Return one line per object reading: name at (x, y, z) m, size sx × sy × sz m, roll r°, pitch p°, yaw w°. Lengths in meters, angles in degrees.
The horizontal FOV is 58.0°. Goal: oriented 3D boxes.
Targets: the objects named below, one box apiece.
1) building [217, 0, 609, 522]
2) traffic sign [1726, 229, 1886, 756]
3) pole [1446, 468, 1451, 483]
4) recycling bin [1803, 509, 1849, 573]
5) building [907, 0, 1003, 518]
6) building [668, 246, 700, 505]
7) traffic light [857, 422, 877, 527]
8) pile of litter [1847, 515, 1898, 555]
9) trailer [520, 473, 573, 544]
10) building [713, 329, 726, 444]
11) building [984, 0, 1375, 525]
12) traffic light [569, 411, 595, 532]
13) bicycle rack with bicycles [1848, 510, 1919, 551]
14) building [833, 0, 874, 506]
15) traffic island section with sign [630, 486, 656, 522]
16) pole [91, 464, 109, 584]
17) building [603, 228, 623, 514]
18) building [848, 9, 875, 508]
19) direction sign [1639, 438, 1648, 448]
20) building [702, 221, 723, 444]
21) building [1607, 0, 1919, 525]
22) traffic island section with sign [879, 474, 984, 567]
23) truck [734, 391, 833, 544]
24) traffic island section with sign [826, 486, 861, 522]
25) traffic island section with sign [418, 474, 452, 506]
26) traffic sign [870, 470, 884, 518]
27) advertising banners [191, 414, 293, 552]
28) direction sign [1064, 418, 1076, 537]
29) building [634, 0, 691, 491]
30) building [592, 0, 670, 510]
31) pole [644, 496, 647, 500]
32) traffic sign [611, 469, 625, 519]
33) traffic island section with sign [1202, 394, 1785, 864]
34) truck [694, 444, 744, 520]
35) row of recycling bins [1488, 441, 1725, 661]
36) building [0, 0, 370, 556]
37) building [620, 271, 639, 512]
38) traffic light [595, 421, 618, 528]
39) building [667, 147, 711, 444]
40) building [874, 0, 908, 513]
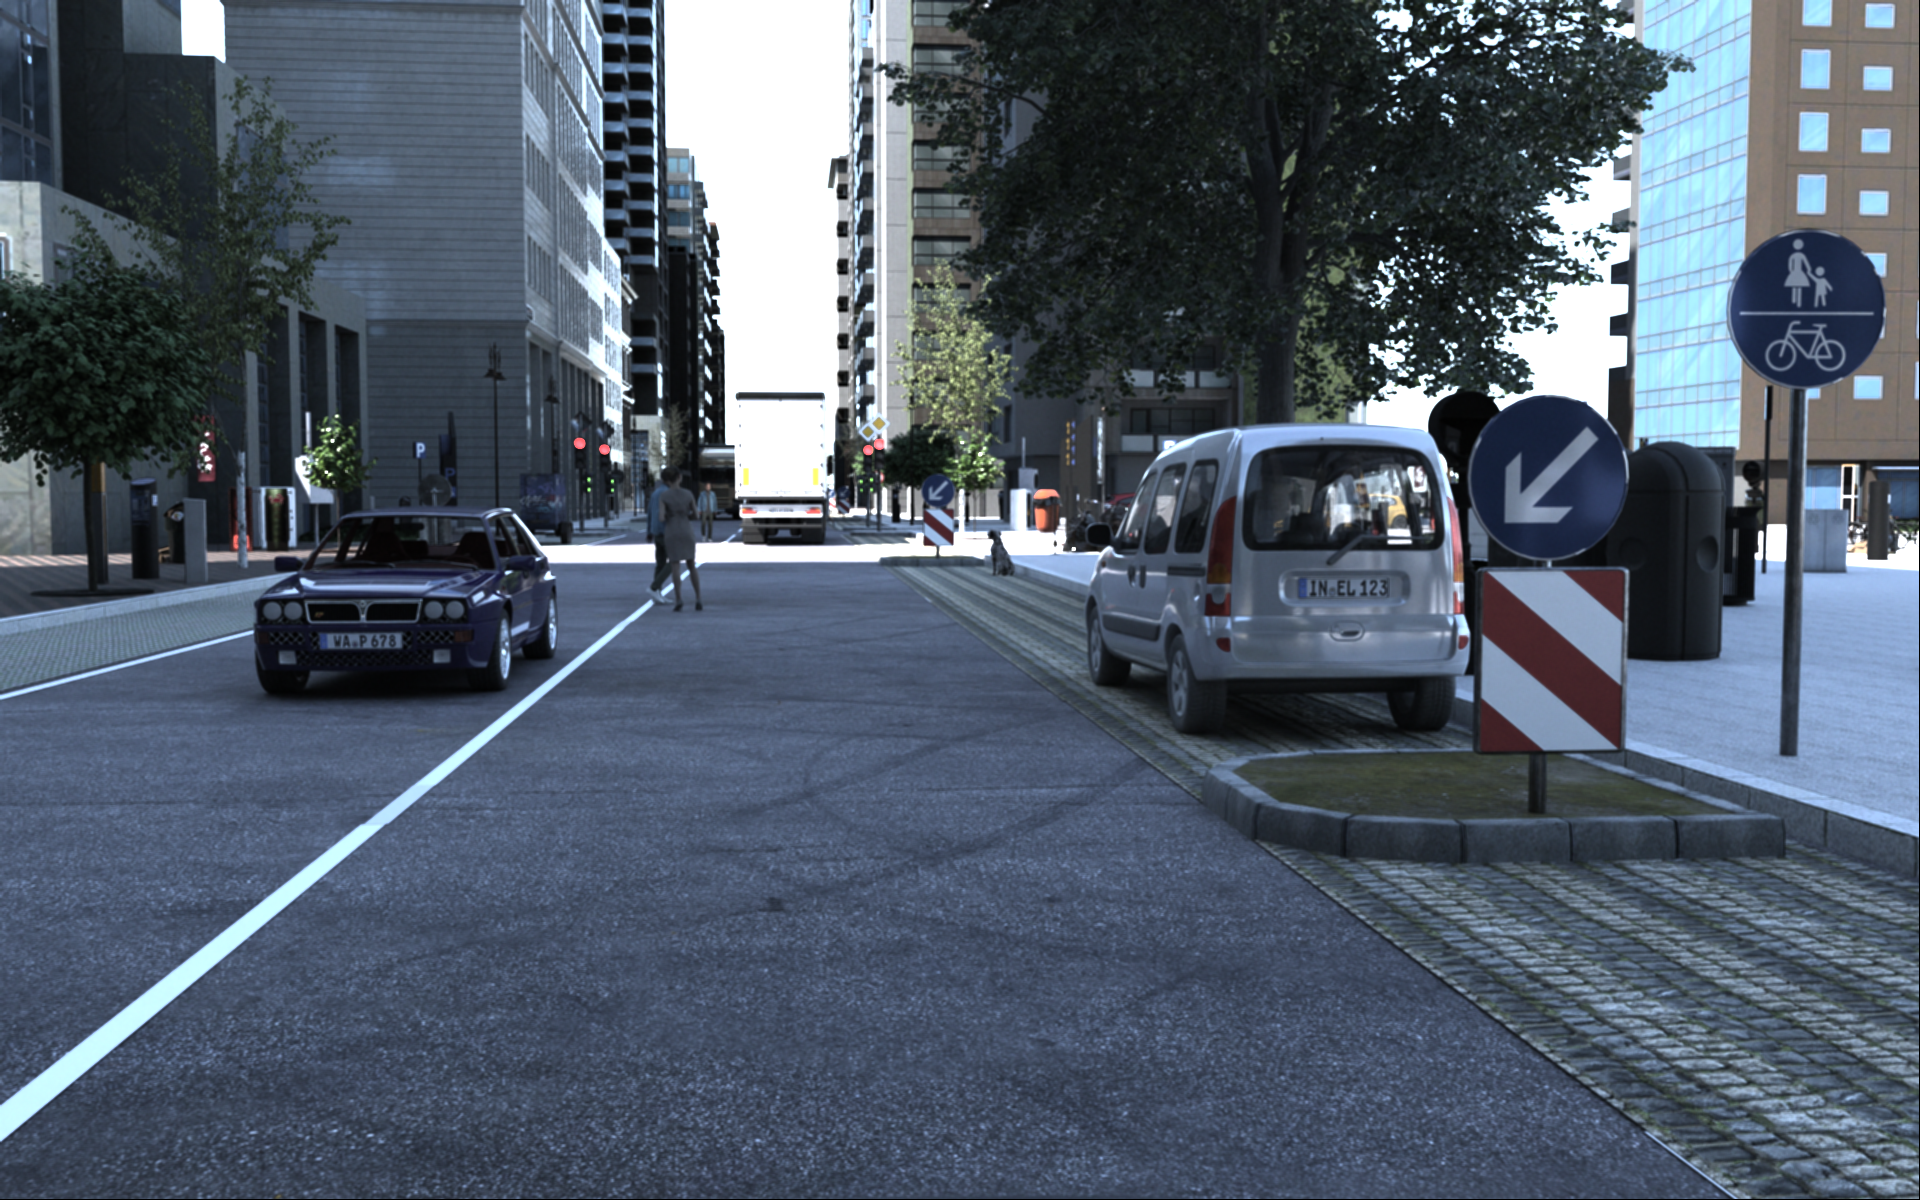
building at (-23.515, -18.514, 80.201) m, size 11.434 × 29.767 × 29.804 m, roll 0°, pitch 4°, yaw -6°
traffic sign at (4.073, -0.509, 8.435) m, size 0.768 × 2.556 × 0.104 m, roll 0°, pitch 4°, yaw -1°
pole at (21.775, -5.099, 77.208) m, size 0.158 × 3.312 × 0.155 m, roll 0°, pitch 3°, yaw 0°
recycling bin at (14.186, -0.982, 28.617) m, size 0.722 × 1.027 × 0.722 m, roll 1°, pitch 4°, yaw 11°
building at (3.799, -20.086, 100.110) m, size 14.160 × 30.474 × 14.107 m, roll 0°, pitch 4°, yaw -6°
building at (-37.364, -26.142, 199.130) m, size 14.160 × 30.474 × 14.107 m, roll 0°, pitch 4°, yaw -6°
traffic light at (-3.594, -4.797, 67.346) m, size 0.839 × 4.253 × 0.868 m, roll 0°, pitch 4°, yaw -6°
pile of litter at (19.532, -1.417, 37.137) m, size 1.719 × 0.858 × 1.176 m, roll -3°, pitch 5°, yaw -44°
trailer at (-11.801, -2.554, 48.808) m, size 1.471 × 1.999 × 3.904 m, roll 0°, pitch 4°, yaw -7°
building at (-46.558, -31.743, 290.705) m, size 14.160 × 30.474 × 14.107 m, roll 0°, pitch 4°, yaw -6°
building at (8.649, -23.831, 73.226) m, size 14.086 × 41.232 × 14.154 m, roll 0°, pitch 4°, yaw -6°
traffic light at (-12.753, -4.249, 58.385) m, size 0.839 × 4.253 × 0.868 m, roll 0°, pitch 4°, yaw -6°
bicycle rack with bicycles at (21.221, -1.635, 40.111) m, size 2.852 × 0.926 × 2.925 m, roll -3°, pitch 5°, yaw -42°
building at (-3.336, -54.337, 201.075) m, size 22.319 × 86.520 × 31.000 m, roll 0°, pitch 4°, yaw -6°
traffic island section with sign at (-15.883, -4.918, 89.038) m, size 1.989 × 1.847 × 2.006 m, roll 0°, pitch 4°, yaw -6°
pole at (-12.295, -1.887, 24.690) m, size 0.158 × 3.312 × 0.155 m, roll 0°, pitch 3°, yaw 0°
building at (-26.324, -15.221, 103.613) m, size 10.420 × 20.320 × 16.860 m, roll 0°, pitch 4°, yaw -6°
building at (1.027, -33.775, 171.832) m, size 23.786 × 49.044 × 30.456 m, roll 0°, pitch 4°, yaw -6°
direction sign at (27.716, -4.788, 70.284) m, size 0.379 × 3.537 × 0.876 m, roll 3°, pitch 5°, yaw 41°
building at (-48.263, -37.545, 268.479) m, size 22.147 × 44.769 × 28.867 m, roll 0°, pitch 4°, yaw -6°
building at (39.334, -26.130, 77.343) m, size 14.200 × 45.320 × 14.600 m, roll 0°, pitch 4°, yaw -6°
traffic island section with sign at (-0.611, -1.607, 34.905) m, size 1.989 × 1.847 × 2.006 m, roll 0°, pitch 4°, yaw -6°
truck at (-5.290, -3.905, 52.754) m, size 2.839 × 4.237 × 11.283 m, roll 0°, pitch 4°, yaw -4°
traffic island section with sign at (-6.179, -4.990, 90.217) m, size 1.989 × 1.847 × 2.006 m, roll 0°, pitch 4°, yaw -6°
traffic island section with sign at (-10.328, -1.548, 33.938) m, size 1.989 × 1.847 × 2.006 m, roll 0°, pitch 4°, yaw -6°
traffic sign at (-4.443, -5.671, 92.823) m, size 0.768 × 2.556 × 0.104 m, roll 0°, pitch 4°, yaw 2°
advertising banners at (-15.874, -2.573, 38.259) m, size 2.074 × 3.025 × 0.090 m, roll -1°, pitch 4°, yaw -12°
direction sign at (3.311, -3.658, 51.799) m, size 0.379 × 3.537 × 0.876 m, roll -1°, pitch 4°, yaw -14°
building at (-38.823, -45.350, 179.732) m, size 20.563 × 71.187 × 20.611 m, roll 0°, pitch 4°, yaw -6°
building at (-37.108, -51.430, 153.549) m, size 22.319 × 86.520 × 31.000 m, roll 0°, pitch 4°, yaw -6°
pole at (-23.220, -8.207, 128.024) m, size 0.158 × 3.312 × 0.155 m, roll 0°, pitch 3°, yaw 0°
traffic sign at (-17.542, -5.417, 88.667) m, size 0.768 × 2.556 × 0.104 m, roll 0°, pitch 4°, yaw 3°
traffic island section with sign at (2.153, 0.061, 7.636) m, size 1.989 × 1.847 × 2.006 m, roll 0°, pitch 4°, yaw -6°
truck at (-13.612, -6.750, 99.271) m, size 2.839 × 4.237 × 11.283 m, roll 0°, pitch 4°, yaw -6°
row of recycling bins at (5.460, -0.481, 14.980) m, size 1.069 × 1.692 × 3.534 m, roll 0°, pitch 4°, yaw -2°
building at (-33.922, -44.627, 42.330) m, size 31.000 × 86.520 × 22.319 m, roll 0°, pitch 4°, yaw -6°
building at (-28.604, -15.716, 121.580) m, size 10.561 × 19.102 × 19.286 m, roll 0°, pitch 4°, yaw -6°
traffic light at (-13.554, -4.735, 66.330) m, size 0.839 × 4.253 × 0.868 m, roll 0°, pitch 4°, yaw -6°
building at (-45.959, -37.873, 238.824) m, size 23.786 × 49.044 × 30.456 m, roll 0°, pitch 4°, yaw -6°
building at (4.126, -35.874, 128.539) m, size 21.231 × 58.520 × 28.212 m, roll 0°, pitch 4°, yaw -6°
